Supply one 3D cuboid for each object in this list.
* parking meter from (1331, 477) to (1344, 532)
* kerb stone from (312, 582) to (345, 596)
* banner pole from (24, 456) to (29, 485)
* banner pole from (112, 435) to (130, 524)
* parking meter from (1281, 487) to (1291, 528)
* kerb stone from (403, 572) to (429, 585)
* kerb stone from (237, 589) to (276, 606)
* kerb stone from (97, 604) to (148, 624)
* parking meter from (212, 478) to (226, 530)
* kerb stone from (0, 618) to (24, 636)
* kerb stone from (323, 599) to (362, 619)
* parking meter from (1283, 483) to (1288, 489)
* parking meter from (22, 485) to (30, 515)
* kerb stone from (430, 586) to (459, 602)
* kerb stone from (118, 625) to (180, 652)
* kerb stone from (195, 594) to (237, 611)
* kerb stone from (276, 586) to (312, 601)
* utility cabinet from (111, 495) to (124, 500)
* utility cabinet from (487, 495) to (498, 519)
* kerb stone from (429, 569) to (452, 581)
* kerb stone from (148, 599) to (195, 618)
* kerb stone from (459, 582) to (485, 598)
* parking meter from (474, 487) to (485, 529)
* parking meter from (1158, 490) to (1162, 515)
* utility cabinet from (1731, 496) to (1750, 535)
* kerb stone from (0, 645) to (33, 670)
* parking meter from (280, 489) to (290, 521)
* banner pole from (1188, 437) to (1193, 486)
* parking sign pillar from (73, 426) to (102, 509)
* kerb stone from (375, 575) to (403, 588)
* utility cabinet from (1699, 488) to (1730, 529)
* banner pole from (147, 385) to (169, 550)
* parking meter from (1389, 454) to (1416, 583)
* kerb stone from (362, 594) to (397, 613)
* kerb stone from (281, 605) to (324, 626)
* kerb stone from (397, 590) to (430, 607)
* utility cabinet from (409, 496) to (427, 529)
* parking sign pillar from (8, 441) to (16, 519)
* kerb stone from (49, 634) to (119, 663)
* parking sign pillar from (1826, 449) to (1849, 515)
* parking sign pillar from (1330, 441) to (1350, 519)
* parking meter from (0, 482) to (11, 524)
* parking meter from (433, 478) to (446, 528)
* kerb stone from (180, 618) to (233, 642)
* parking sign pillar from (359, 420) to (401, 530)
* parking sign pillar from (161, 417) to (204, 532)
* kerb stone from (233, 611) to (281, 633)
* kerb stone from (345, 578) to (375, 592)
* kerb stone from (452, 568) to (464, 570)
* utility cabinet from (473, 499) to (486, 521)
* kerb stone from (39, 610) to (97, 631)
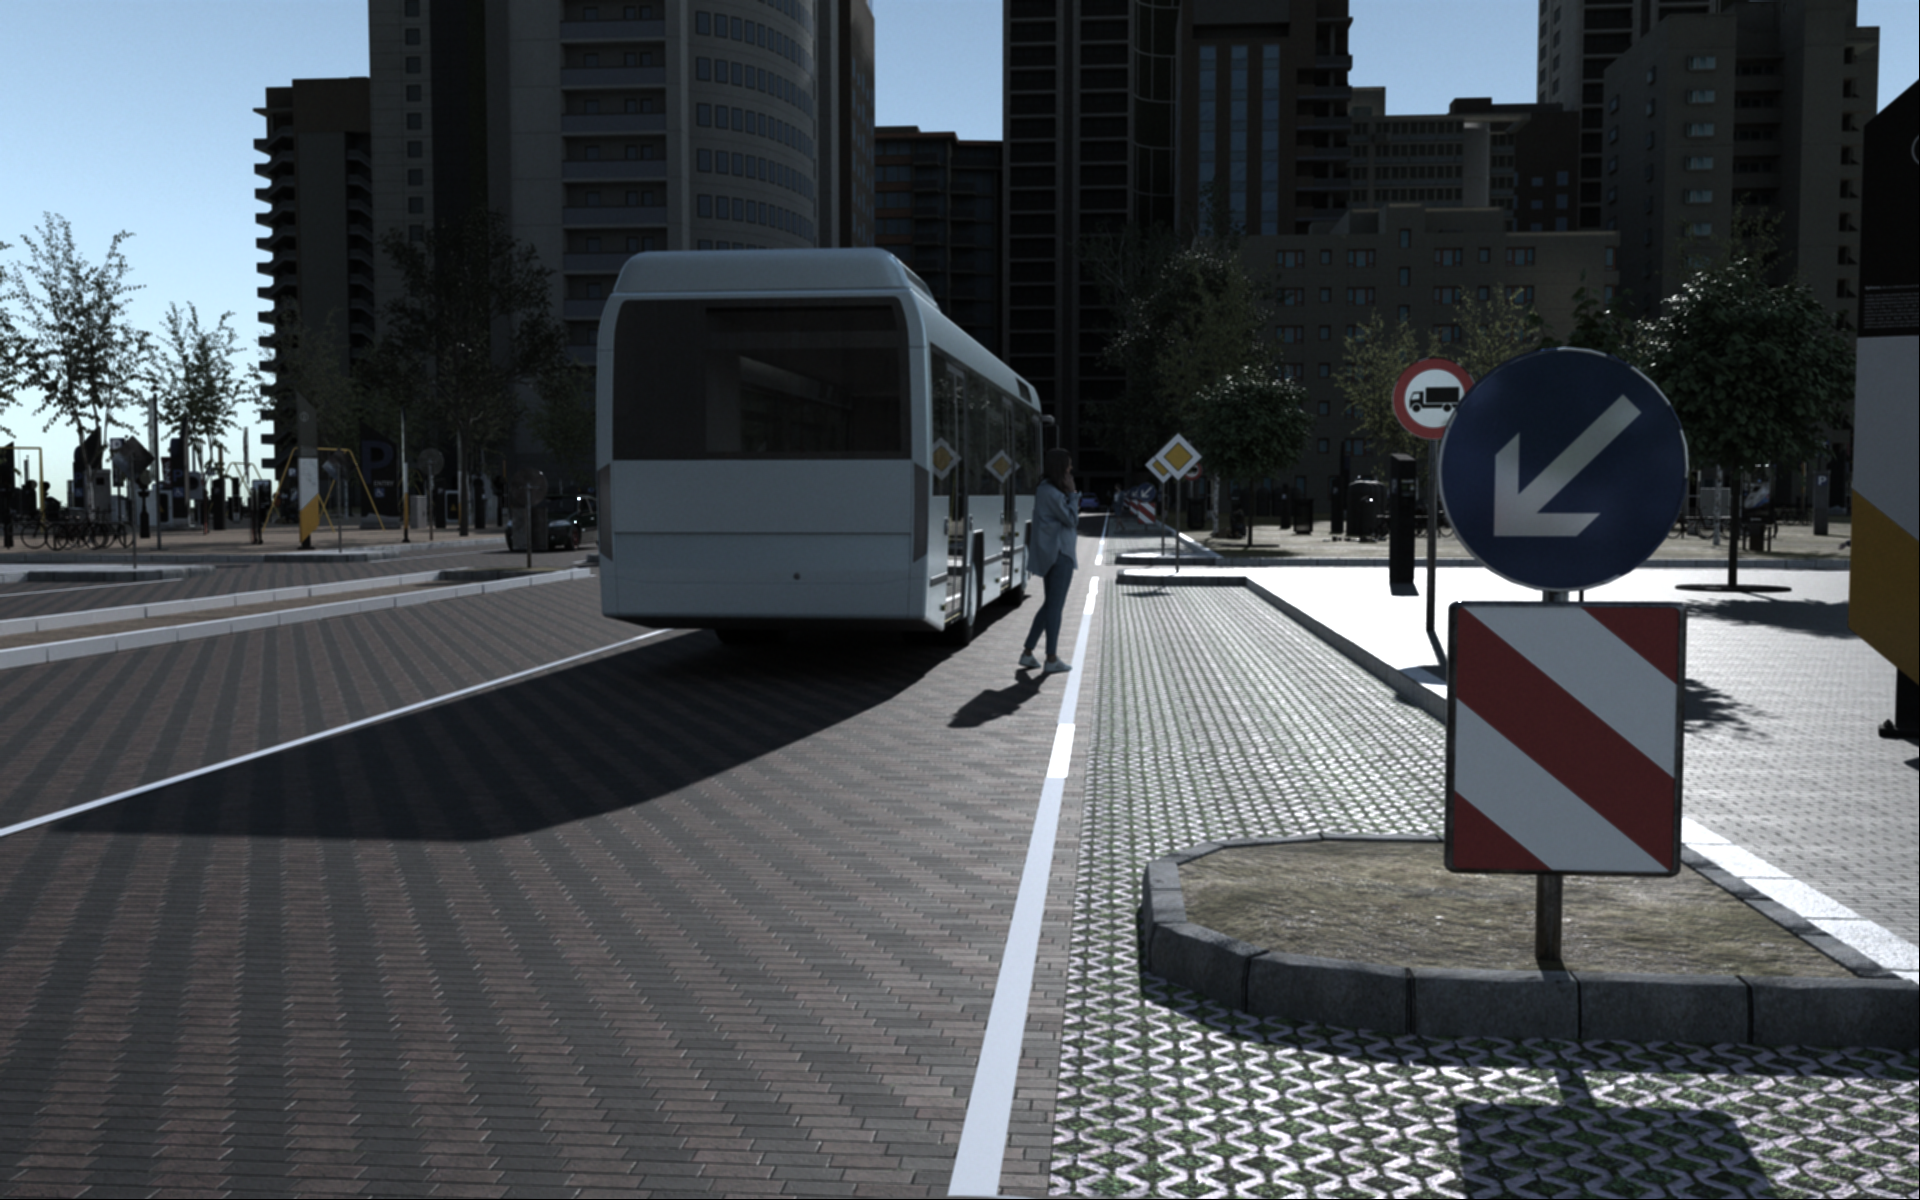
[{"bbox_3d":[12.759,-3.233,58.568,0.255,1.863,0.399,-3,5,-39],"label":"parking meter"},{"bbox_3d":[-9.037,-0.141,24.575,0.120,0.150,1.000,0,4,5],"label":"kerb stone"},{"bbox_3d":[-60.475,-7.478,112.284,0.401,3.779,0.863,-1,4,-9],"label":"banner pole"},{"bbox_3d":[-35.535,-5.103,73.456,0.401,3.779,0.863,3,5,41],"label":"banner pole"},{"bbox_3d":[12.283,-3.479,65.295,0.372,1.533,0.369,0,3,0],"label":"parking meter"},{"bbox_3d":[-8.778,-0.331,27.648,0.120,0.150,1.000,0,4,5],"label":"kerb stone"},{"bbox_3d":[-9.228,-0.020,22.536,0.120,0.150,1.000,0,4,5],"label":"kerb stone"},{"bbox_3d":[-9.499,0.166,19.482,0.120,0.150,1.000,0,4,5],"label":"kerb stone"},{"bbox_3d":[-26.266,-3.405,61.375,0.399,1.863,0.255,0,4,5],"label":"parking meter"},{"bbox_3d":[-9.670,0.291,17.437,0.120,0.150,1.000,0,4,5],"label":"kerb stone"},{"bbox_3d":[-7.316,0.115,20.309,0.120,0.150,1.000,0,4,5],"label":"kerb stone"},{"bbox_3d":[17.226,-5.261,91.722,0.255,1.863,0.399,0,4,2],"label":"parking meter"},{"bbox_3d":[-58.077,-6.235,107.654,0.255,1.863,0.399,0,4,3],"label":"parking meter"},{"bbox_3d":[-7.048,-0.072,23.370,0.120,0.150,1.000,0,4,5],"label":"kerb stone"},{"bbox_3d":[-7.666,0.366,16.232,0.120,0.150,1.000,0,4,5],"label":"kerb stone"},{"bbox_3d":[-9.319,0.048,21.519,0.120,0.150,1.000,0,4,5],"label":"kerb stone"},{"bbox_3d":[-9.137,-0.083,23.554,0.120,0.150,1.000,0,4,5],"label":"kerb stone"},{"bbox_3d":[-51.093,-5.718,104.656,1.020,1.237,0.306,0,4,-1],"label":"utility cabinet"},{"bbox_3d":[-23.830,-4.697,87.951,0.306,1.237,1.020,-3,5,-42],"label":"utility cabinet"},{"bbox_3d":[-8.693,-0.396,28.670,0.120,0.150,1.000,0,4,5],"label":"kerb stone"},{"bbox_3d":[-9.403,0.106,20.500,0.120,0.150,1.000,0,4,5],"label":"kerb stone"},{"bbox_3d":[-6.957,-0.133,24.388,0.120,0.150,1.000,0,4,5],"label":"kerb stone"},{"bbox_3d":[-17.737,-3.397,63.954,0.372,1.533,0.369,0,3,0],"label":"parking meter"},{"bbox_3d":[12.074,-5.855,104.147,0.372,1.533,0.369,0,3,0],"label":"parking meter"},{"bbox_3d":[24.561,-2.639,54.303,1.020,1.237,0.306,-3,4,-37],"label":"utility cabinet"},{"bbox_3d":[-7.845,0.490,14.187,0.120,0.150,1.000,0,4,5],"label":"kerb stone"},{"bbox_3d":[-32.535,-4.584,83.357,0.372,1.533,0.369,0,3,0],"label":"parking meter"},{"bbox_3d":[9.116,-4.797,68.447,0.401,3.779,0.863,1,4,21],"label":"banner pole"},{"bbox_3d":[-34.358,-4.879,68.241,1.447,3.967,1.447,0,4,5],"label":"parking sign pillar"},{"bbox_3d":[-8.871,-0.268,26.624,0.120,0.150,1.000,0,4,5],"label":"kerb stone"},{"bbox_3d":[27.646,-3.356,63.556,1.173,1.500,0.318,3,5,42],"label":"utility cabinet"},{"bbox_3d":[-18.600,-3.056,39.986,0.401,3.779,0.863,-3,5,-39],"label":"banner pole"},{"bbox_3d":[6.393,-1.181,25.016,0.255,1.863,0.399,0,4,-8],"label":"parking meter"},{"bbox_3d":[-7.228,0.053,21.332,0.120,0.150,1.000,0,4,5],"label":"kerb stone"},{"bbox_3d":[-7.396,0.179,19.290,0.120,0.150,1.000,0,4,5],"label":"kerb stone"},{"bbox_3d":[-7.133,-0.010,22.352,0.120,0.150,1.000,0,4,5],"label":"kerb stone"},{"bbox_3d":[-20.191,-3.268,64.600,0.306,1.237,1.020,0,4,2],"label":"utility cabinet"},{"bbox_3d":[-48.907,-6.101,88.225,1.447,3.967,1.447,-3,4,-38],"label":"parking sign pillar"},{"bbox_3d":[-7.755,0.428,15.205,0.120,0.150,1.000,0,4,5],"label":"kerb stone"},{"bbox_3d":[52.991,-7.103,104.602,1.447,3.967,1.447,-1,4,-21],"label":"parking sign pillar"},{"bbox_3d":[19.802,-6.162,89.220,1.447,3.967,1.447,1,4,10],"label":"parking sign pillar"},{"bbox_3d":[-41.328,-4.236,74.969,0.399,1.863,0.255,0,4,-5],"label":"parking meter"},{"bbox_3d":[-19.430,-3.606,64.666,0.399,1.863,0.255,-2,4,-28],"label":"parking meter"},{"bbox_3d":[-7.576,0.308,17.251,0.120,0.150,1.000,0,4,5],"label":"kerb stone"},{"bbox_3d":[-21.168,-4.566,63.121,1.447,3.967,1.447,-1,4,-16],"label":"parking sign pillar"},{"bbox_3d":[-26.950,-4.368,59.882,1.447,3.967,1.447,-1,4,-17],"label":"parking sign pillar"},{"bbox_3d":[-7.487,0.246,18.273,0.120,0.150,1.000,0,4,5],"label":"kerb stone"},{"bbox_3d":[-8.955,-0.205,25.599,0.120,0.150,1.000,0,4,5],"label":"kerb stone"},{"bbox_3d":[-8.600,-0.458,29.688,0.120,0.150,1.000,0,4,5],"label":"kerb stone"},{"bbox_3d":[-22.614,-4.455,81.520,0.318,1.500,1.173,-2,4,-29],"label":"utility cabinet"},{"bbox_3d":[-9.579,0.231,18.464,0.120,0.150,1.000,0,4,5],"label":"kerb stone"}]
